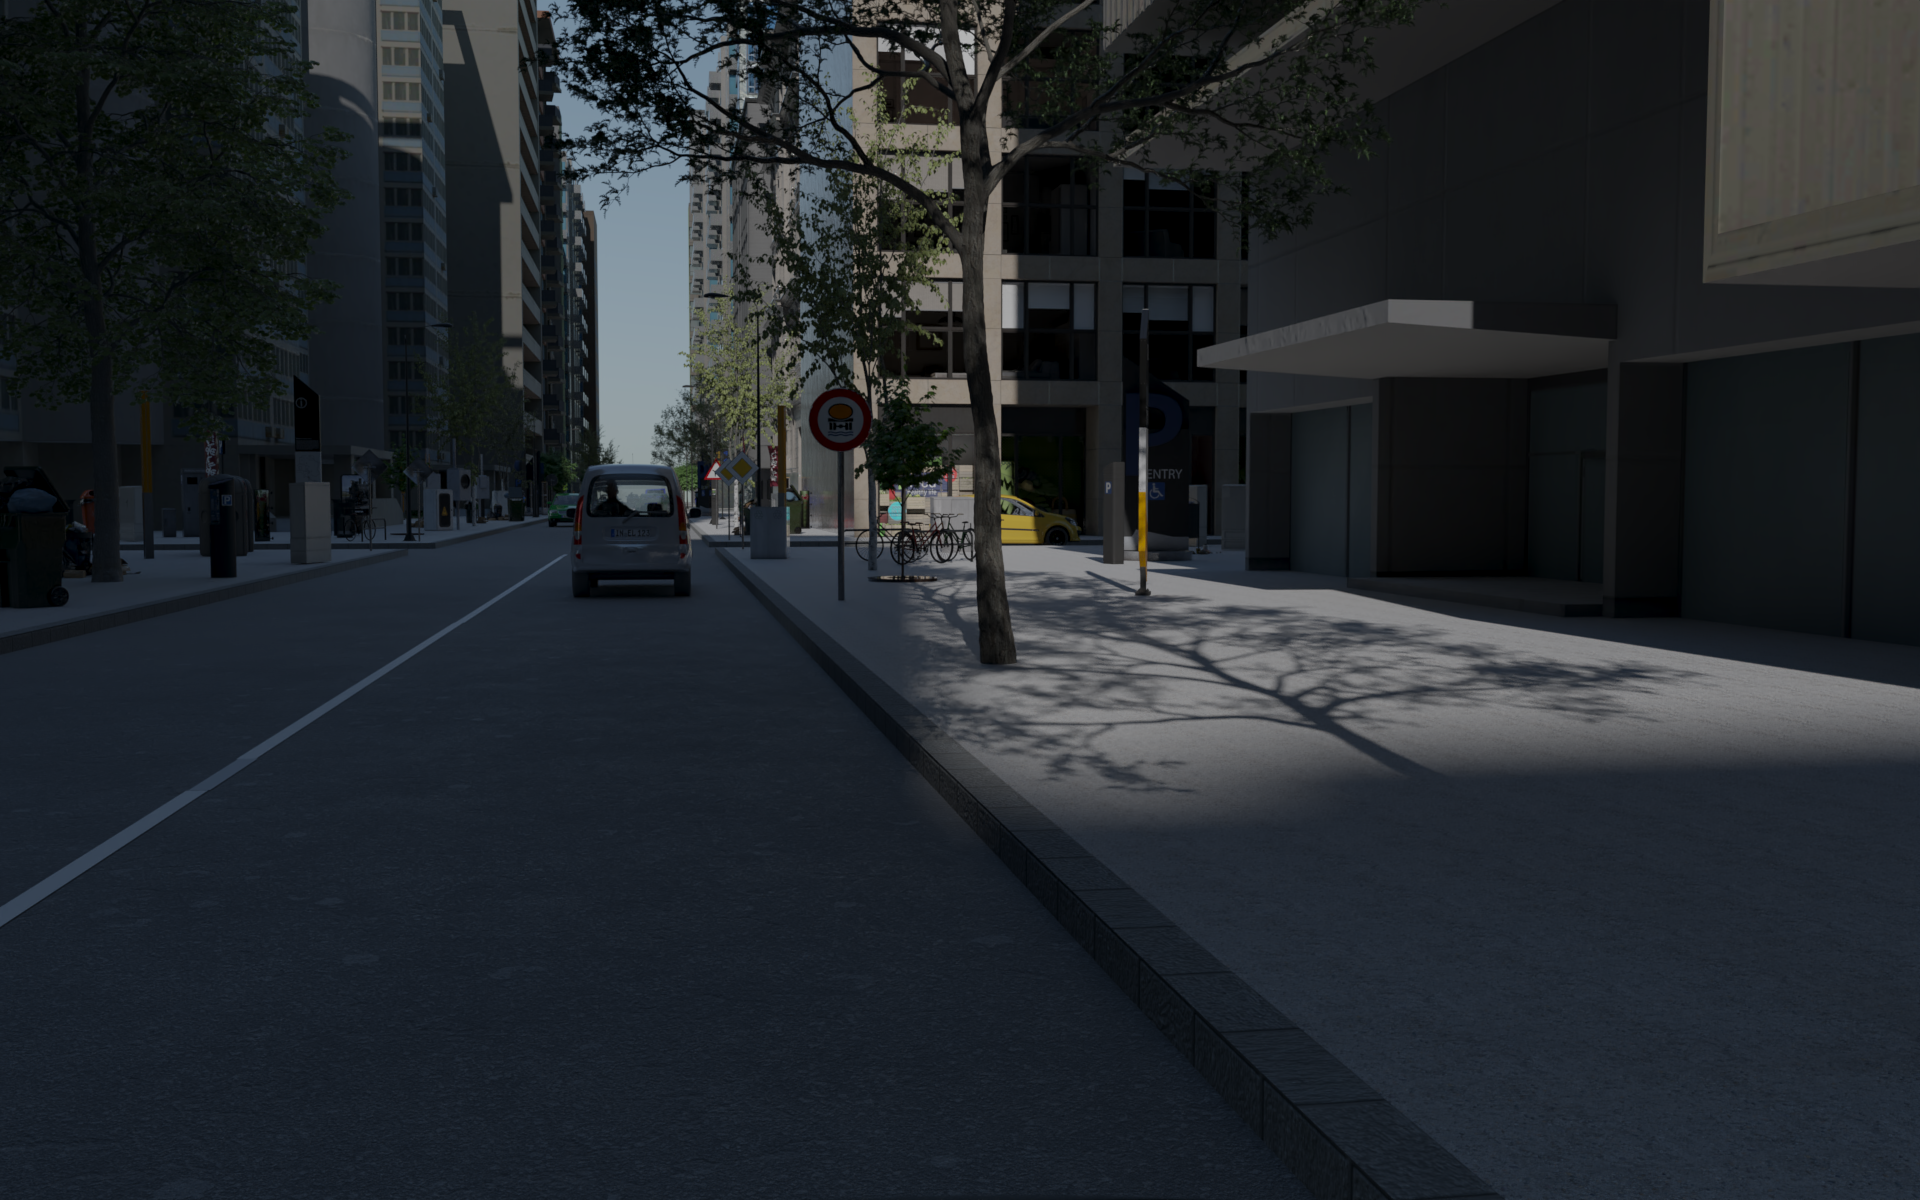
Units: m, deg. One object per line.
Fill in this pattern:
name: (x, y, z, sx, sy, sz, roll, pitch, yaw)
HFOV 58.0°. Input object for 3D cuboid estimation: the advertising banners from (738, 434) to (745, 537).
advertising banners: (-6.440, -3.358, 51.099, 0.090, 3.025, 2.074, -1, 4, -11)

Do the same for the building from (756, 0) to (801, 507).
building: (-2.776, -18.405, 88.307, 14.401, 28.519, 23.554, -1, 4, -10)

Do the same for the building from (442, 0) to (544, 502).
building: (-42.778, -30.867, 128.380, 21.300, 48.544, 21.600, -1, 4, -10)

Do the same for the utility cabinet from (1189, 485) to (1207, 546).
utility cabinet: (5.585, -2.065, 42.436, 0.318, 1.500, 1.173, -2, 4, -26)

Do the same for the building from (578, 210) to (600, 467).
building: (-62.382, -37.556, 264.146, 14.600, 45.320, 14.200, -1, 4, -10)

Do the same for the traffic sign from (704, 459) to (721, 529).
traffic sign: (-8.927, -3.883, 63.491, 0.884, 2.594, 0.081, -1, 4, -9)

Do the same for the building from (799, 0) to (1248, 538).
building: (11.995, -15.784, 62.592, 34.151, 26.468, 19.350, -1, 4, -10)

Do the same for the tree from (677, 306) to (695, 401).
tree: (-7.445, -6.660, 59.246, 4.737, 8.622, 4.395, 0, 3, 0)

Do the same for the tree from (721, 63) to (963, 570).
tree: (-1.685, -4.799, 28.828, 4.737, 8.622, 4.395, 0, 3, 0)

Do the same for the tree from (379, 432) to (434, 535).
tree: (-17.492, -3.649, 54.267, 1.663, 3.219, 1.824, 0, 3, 0)

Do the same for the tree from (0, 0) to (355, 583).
tree: (-12.901, -6.545, 25.139, 7.486, 12.596, 7.792, 0, 3, 0)

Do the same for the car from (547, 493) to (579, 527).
car: (-17.255, -4.151, 76.661, 1.959, 1.807, 4.718, -1, 4, -10)

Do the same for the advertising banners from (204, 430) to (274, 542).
advertising banners: (-19.273, -3.057, 46.168, 0.090, 3.025, 2.074, 2, 4, 34)

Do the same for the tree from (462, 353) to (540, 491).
tree: (-23.696, -8.525, 89.744, 4.360, 8.622, 3.978, 0, 3, 0)

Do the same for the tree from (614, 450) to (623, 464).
tree: (-55.638, -19.947, 276.494, 4.360, 8.622, 3.978, 0, 3, 0)

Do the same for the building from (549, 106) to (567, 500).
building: (-47.800, -30.127, 176.164, 14.154, 41.232, 14.086, -1, 4, -10)

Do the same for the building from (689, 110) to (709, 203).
building: (-30.907, -44.339, 266.940, 21.231, 58.520, 28.212, -1, 4, -10)

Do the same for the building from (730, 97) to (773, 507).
building: (-7.171, -19.481, 112.027, 14.314, 27.812, 24.014, -1, 4, -10)

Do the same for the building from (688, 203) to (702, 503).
building: (-31.354, -34.396, 245.966, 14.154, 41.232, 14.086, -1, 4, -10)

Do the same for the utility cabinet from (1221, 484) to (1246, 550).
utility cabinet: (6.544, -1.873, 39.300, 1.173, 1.500, 0.318, 1, 4, 21)

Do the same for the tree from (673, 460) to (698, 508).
tree: (-27.630, -11.573, 172.933, 4.285, 4.588, 4.351, 0, 3, 0)

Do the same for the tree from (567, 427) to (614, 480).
tree: (-41.057, -14.683, 190.430, 4.360, 8.622, 3.978, 0, 3, 0)

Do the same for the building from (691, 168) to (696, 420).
building: (-23.371, -36.999, 224.548, 23.786, 49.044, 30.456, -1, 4, -10)

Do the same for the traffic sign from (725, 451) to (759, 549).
traffic sign: (-5.054, -2.238, 40.237, 0.795, 2.450, 0.064, -1, 4, -10)

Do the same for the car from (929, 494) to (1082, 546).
car: (1.204, -2.157, 45.491, 3.980, 1.641, 2.015, -1, 4, -11)

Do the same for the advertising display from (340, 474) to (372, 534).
advertising display: (-19.594, -3.120, 56.226, 0.974, 1.923, 0.123, -2, 4, -31)

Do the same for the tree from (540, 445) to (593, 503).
tree: (-27.425, -8.103, 116.198, 4.285, 4.588, 4.351, 0, 3, 0)

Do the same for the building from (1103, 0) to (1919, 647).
building: (17.796, -26.185, 17.365, 28.713, 52.752, 27.495, -1, 4, -10)

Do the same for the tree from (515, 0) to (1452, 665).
tree: (-0.049, -4.800, 12.897, 7.601, 10.594, 8.767, 0, 4, 6)

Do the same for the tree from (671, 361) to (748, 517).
tree: (-13.599, -8.854, 95.126, 4.360, 8.622, 3.978, 0, 3, 0)

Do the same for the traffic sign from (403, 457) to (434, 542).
traffic sign: (-14.596, -2.634, 46.712, 0.795, 2.450, 0.064, -1, 4, -10)

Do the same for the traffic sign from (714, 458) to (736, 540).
traffic sign: (-6.420, -2.719, 48.105, 0.795, 2.450, 0.064, -1, 4, -10)

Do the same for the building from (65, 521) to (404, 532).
building: (-38.390, -22.697, 62.976, 32.217, 40.220, 23.993, -1, 4, -10)

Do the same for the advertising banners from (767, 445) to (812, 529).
advertising banners: (-6.207, -4.093, 63.103, 0.090, 3.025, 2.074, 3, 5, 44)

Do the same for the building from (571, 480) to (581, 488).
building: (-62.513, -31.886, 213.209, 32.217, 40.220, 23.993, -1, 4, -10)

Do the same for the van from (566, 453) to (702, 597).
van: (-4.813, -1.133, 25.537, 2.013, 2.044, 4.112, -1, 4, -9)

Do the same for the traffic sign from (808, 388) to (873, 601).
traffic sign: (-1.432, -1.268, 20.830, 0.768, 2.556, 0.104, 0, 4, -2)

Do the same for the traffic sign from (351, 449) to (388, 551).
traffic sign: (-13.230, -2.153, 38.844, 0.795, 2.450, 0.064, -1, 4, -10)

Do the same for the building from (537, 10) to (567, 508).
building: (-46.936, -30.544, 154.014, 22.147, 44.769, 28.867, -1, 4, -10)

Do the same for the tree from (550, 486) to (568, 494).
tree: (-31.513, -8.621, 135.554, 1.663, 3.219, 1.824, 0, 3, 0)

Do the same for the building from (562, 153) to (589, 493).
building: (-63.457, -37.982, 240.620, 23.786, 49.044, 30.456, -1, 4, -10)

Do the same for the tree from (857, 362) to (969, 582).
tree: (-0.844, -1.883, 25.395, 1.663, 3.219, 1.824, 0, 3, 0)

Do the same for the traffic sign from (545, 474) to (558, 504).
traffic sign: (-26.148, -6.775, 110.870, 0.768, 2.556, 0.104, 0, 4, -1)

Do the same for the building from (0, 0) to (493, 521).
building: (-44.217, -25.183, 103.617, 32.217, 40.220, 23.993, -1, 4, -10)

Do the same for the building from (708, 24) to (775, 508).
building: (-10.506, -51.218, 150.086, 22.319, 86.520, 31.000, -1, 4, -10)

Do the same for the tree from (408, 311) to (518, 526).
tree: (-19.579, -7.238, 68.710, 4.737, 8.622, 4.395, 0, 3, 0)

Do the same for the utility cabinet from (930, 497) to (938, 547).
utility cabinet: (-0.198, -1.883, 41.941, 1.020, 1.237, 0.306, -1, 4, -20)

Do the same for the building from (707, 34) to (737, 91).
building: (-15.202, -34.389, 181.862, 23.786, 49.044, 30.456, -1, 4, -10)

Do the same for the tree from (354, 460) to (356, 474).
tree: (-30.010, -5.609, 86.315, 1.663, 3.219, 1.824, 0, 3, 0)

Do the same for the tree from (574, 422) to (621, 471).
tree: (-37.782, -13.979, 178.919, 4.737, 8.622, 4.395, 0, 3, 0)
